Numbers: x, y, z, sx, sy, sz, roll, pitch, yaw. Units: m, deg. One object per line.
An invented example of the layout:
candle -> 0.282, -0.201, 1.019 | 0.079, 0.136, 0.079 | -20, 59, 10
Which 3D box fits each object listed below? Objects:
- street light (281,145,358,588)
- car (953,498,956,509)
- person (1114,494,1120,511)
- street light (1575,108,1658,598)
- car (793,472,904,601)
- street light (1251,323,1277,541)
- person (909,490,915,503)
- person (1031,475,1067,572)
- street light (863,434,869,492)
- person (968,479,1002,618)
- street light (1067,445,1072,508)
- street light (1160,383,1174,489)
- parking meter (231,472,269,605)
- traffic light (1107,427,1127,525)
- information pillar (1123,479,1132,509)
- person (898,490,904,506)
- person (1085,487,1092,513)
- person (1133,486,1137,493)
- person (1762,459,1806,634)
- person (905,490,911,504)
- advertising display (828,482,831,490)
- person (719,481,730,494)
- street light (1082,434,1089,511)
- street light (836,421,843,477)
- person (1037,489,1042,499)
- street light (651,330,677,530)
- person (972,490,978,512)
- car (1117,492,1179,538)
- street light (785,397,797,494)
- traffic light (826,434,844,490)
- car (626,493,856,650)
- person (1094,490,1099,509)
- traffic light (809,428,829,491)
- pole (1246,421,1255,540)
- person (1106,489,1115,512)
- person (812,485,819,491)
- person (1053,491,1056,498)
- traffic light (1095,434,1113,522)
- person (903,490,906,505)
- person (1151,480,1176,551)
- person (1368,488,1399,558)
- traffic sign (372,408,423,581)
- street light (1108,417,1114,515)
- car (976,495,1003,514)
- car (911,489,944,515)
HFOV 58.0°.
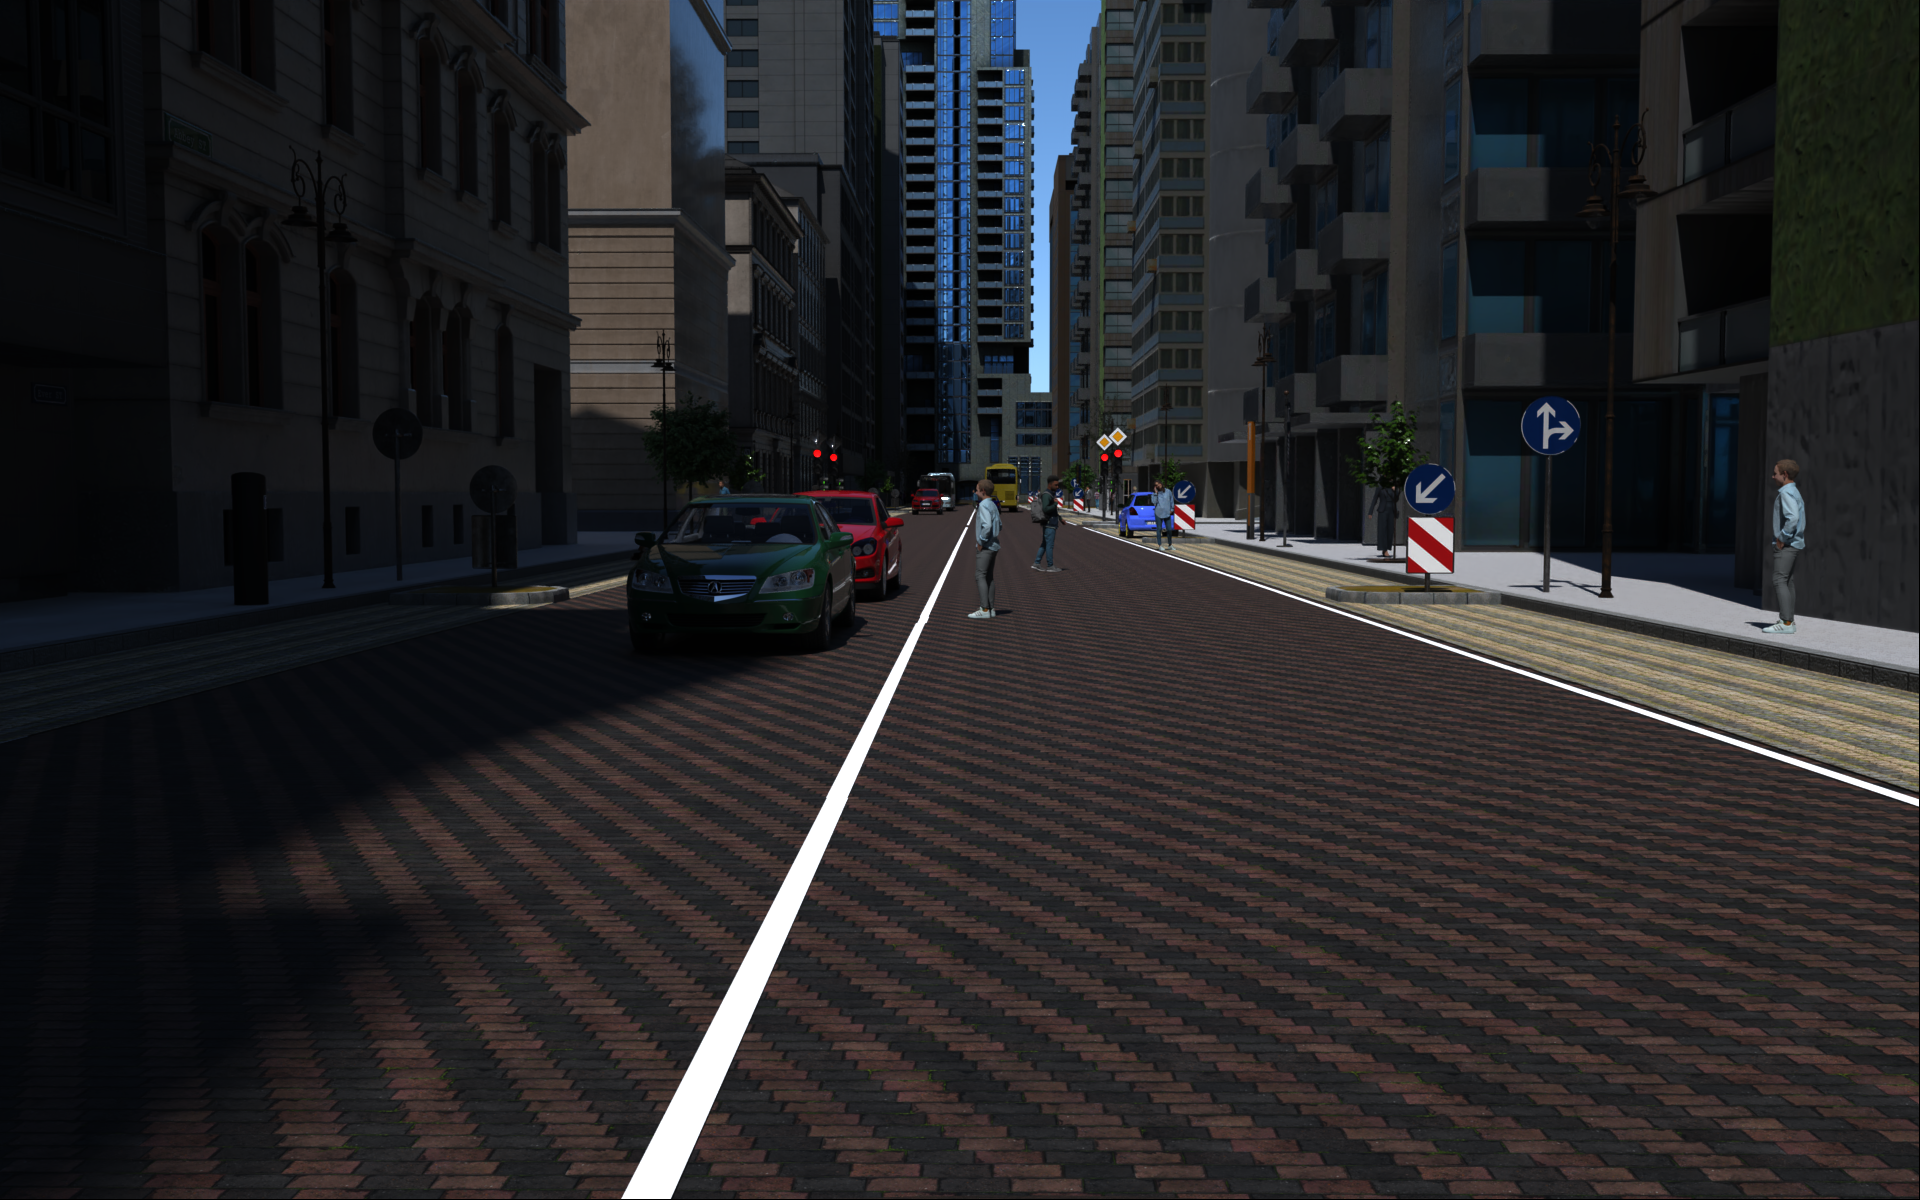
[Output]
street light -> -8.615, -3.099, 23.458 | 0.468, 5.910, 1.993 | 0, 4, 1
car -> -1.421, -9.810, 172.398 | 2.014, 1.417, 4.499 | 0, 4, 2
person -> 11.773, -7.620, 130.822 | 0.583, 1.804, 0.606 | 0, 4, -1
street light -> 8.004, -2.966, 21.282 | 0.468, 5.910, 1.993 | 0, 4, 1
car -> -1.838, -0.955, 24.662 | 2.155, 1.783, 4.494 | 0, 4, 2
street light -> 8.225, -4.537, 46.967 | 0.468, 5.910, 1.993 | 0, 4, 1
person -> -6.178, -13.072, 220.307 | 0.617, 1.759, 0.750 | 1, 4, 21
person -> 1.649, -1.415, 31.986 | 0.721, 1.781, 0.623 | 0, 4, -6
street light -> -7.272, -9.825, 133.428 | 0.468, 5.910, 1.993 | 0, 4, 1
person -> 0.303, -0.604, 20.191 | 0.330, 1.601, 0.589 | 2, 4, 25
street light -> 9.779, -11.162, 155.283 | 0.468, 5.910, 1.993 | 0, 4, 1
street light -> 8.608, -6.092, 72.385 | 0.468, 5.910, 1.993 | 0, 4, 1
parking meter -> -8.237, -0.714, 20.091 | 0.372, 1.533, 0.369 | 0, 3, 0
traffic light -> 6.601, -5.129, 72.775 | 0.839, 4.253, 0.868 | 0, 4, 1
information pillar -> 8.404, -5.040, 86.892 | 0.304, 2.012, 0.304 | 3, 4, 36
person -> -6.618, -11.392, 192.753 | 0.683, 1.767, 0.568 | -1, 4, -9
person -> 8.927, -6.985, 120.429 | 0.473, 1.802, 0.592 | -1, 4, -12
person -> 11.781, -6.777, 117.029 | 0.526, 1.800, 0.537 | -1, 4, -16
person -> 7.686, -0.506, 16.124 | 0.330, 1.601, 0.589 | 3, 5, 40
person -> -6.637, -12.815, 216.081 | 1.217, 1.766, 0.721 | 0, 4, 5
advertising display -> -7.255, -5.574, 96.349 | 0.123, 1.923, 0.974 | -1, 4, -9
person -> -8.507, -3.437, 62.587 | 0.444, 1.785, 0.601 | -3, 4, -37
street light -> 9.356, -9.607, 129.865 | 0.468, 5.910, 1.993 | 0, 4, 1
street light -> -7.544, -8.236, 107.446 | 0.468, 5.910, 1.993 | 0, 4, 1
person -> 6.875, -8.599, 149.058 | 0.822, 1.834, 0.622 | 0, 4, 1
street light -> -8.337, -4.654, 48.878 | 0.468, 5.910, 1.993 | 0, 4, 1
person -> 1.236, -8.081, 140.960 | 0.444, 1.785, 0.601 | -1, 4, -17
car -> 6.174, -2.897, 56.960 | 1.945, 1.707, 3.694 | 0, 4, 0
street light -> -7.896, -6.629, 81.177 | 0.468, 5.910, 1.993 | 0, 4, 1
traffic light -> -5.855, -5.626, 80.907 | 0.839, 4.253, 0.868 | 0, 4, 1
car -> -2.083, -0.345, 17.437 | 2.131, 1.459, 4.920 | 0, 4, 1
person -> 11.806, -8.686, 148.897 | 0.563, 1.720, 0.643 | 2, 4, 30
traffic light -> -5.959, -5.138, 72.922 | 0.839, 4.253, 0.868 | 0, 4, 1
pole -> 8.193, -3.359, 48.766 | 0.158, 3.312, 0.155 | 0, 3, 0
person -> 11.018, -7.337, 126.592 | 0.643, 1.750, 0.593 | 1, 4, 23
person -> -4.545, -2.840, 55.772 | 0.643, 1.720, 0.563 | 0, 4, 7
person -> 10.287, -11.234, 190.664 | 0.756, 1.711, 0.436 | -1, 4, -20
traffic light -> 6.705, -5.617, 80.760 | 0.839, 4.253, 0.868 | 0, 4, 1
person -> -6.759, -12.289, 207.655 | 0.721, 1.739, 1.217 | -2, 4, -32
person -> 5.158, -2.146, 43.852 | 0.793, 1.790, 0.793 | -2, 4, -33
person -> 8.616, -1.754, 35.148 | 0.576, 1.772, 0.534 | -2, 4, -28
traffic sign -> -8.308, -1.559, 25.598 | 0.768, 2.556, 0.104 | 0, 4, 4
street light -> 9.167, -8.052, 104.444 | 0.468, 5.910, 1.993 | 0, 4, 1
car -> 2.075, -6.795, 123.674 | 1.945, 1.354, 3.894 | 0, 4, 1
car -> -2.272, -6.890, 121.326 | 2.281, 1.827, 5.304 | 0, 4, 1
